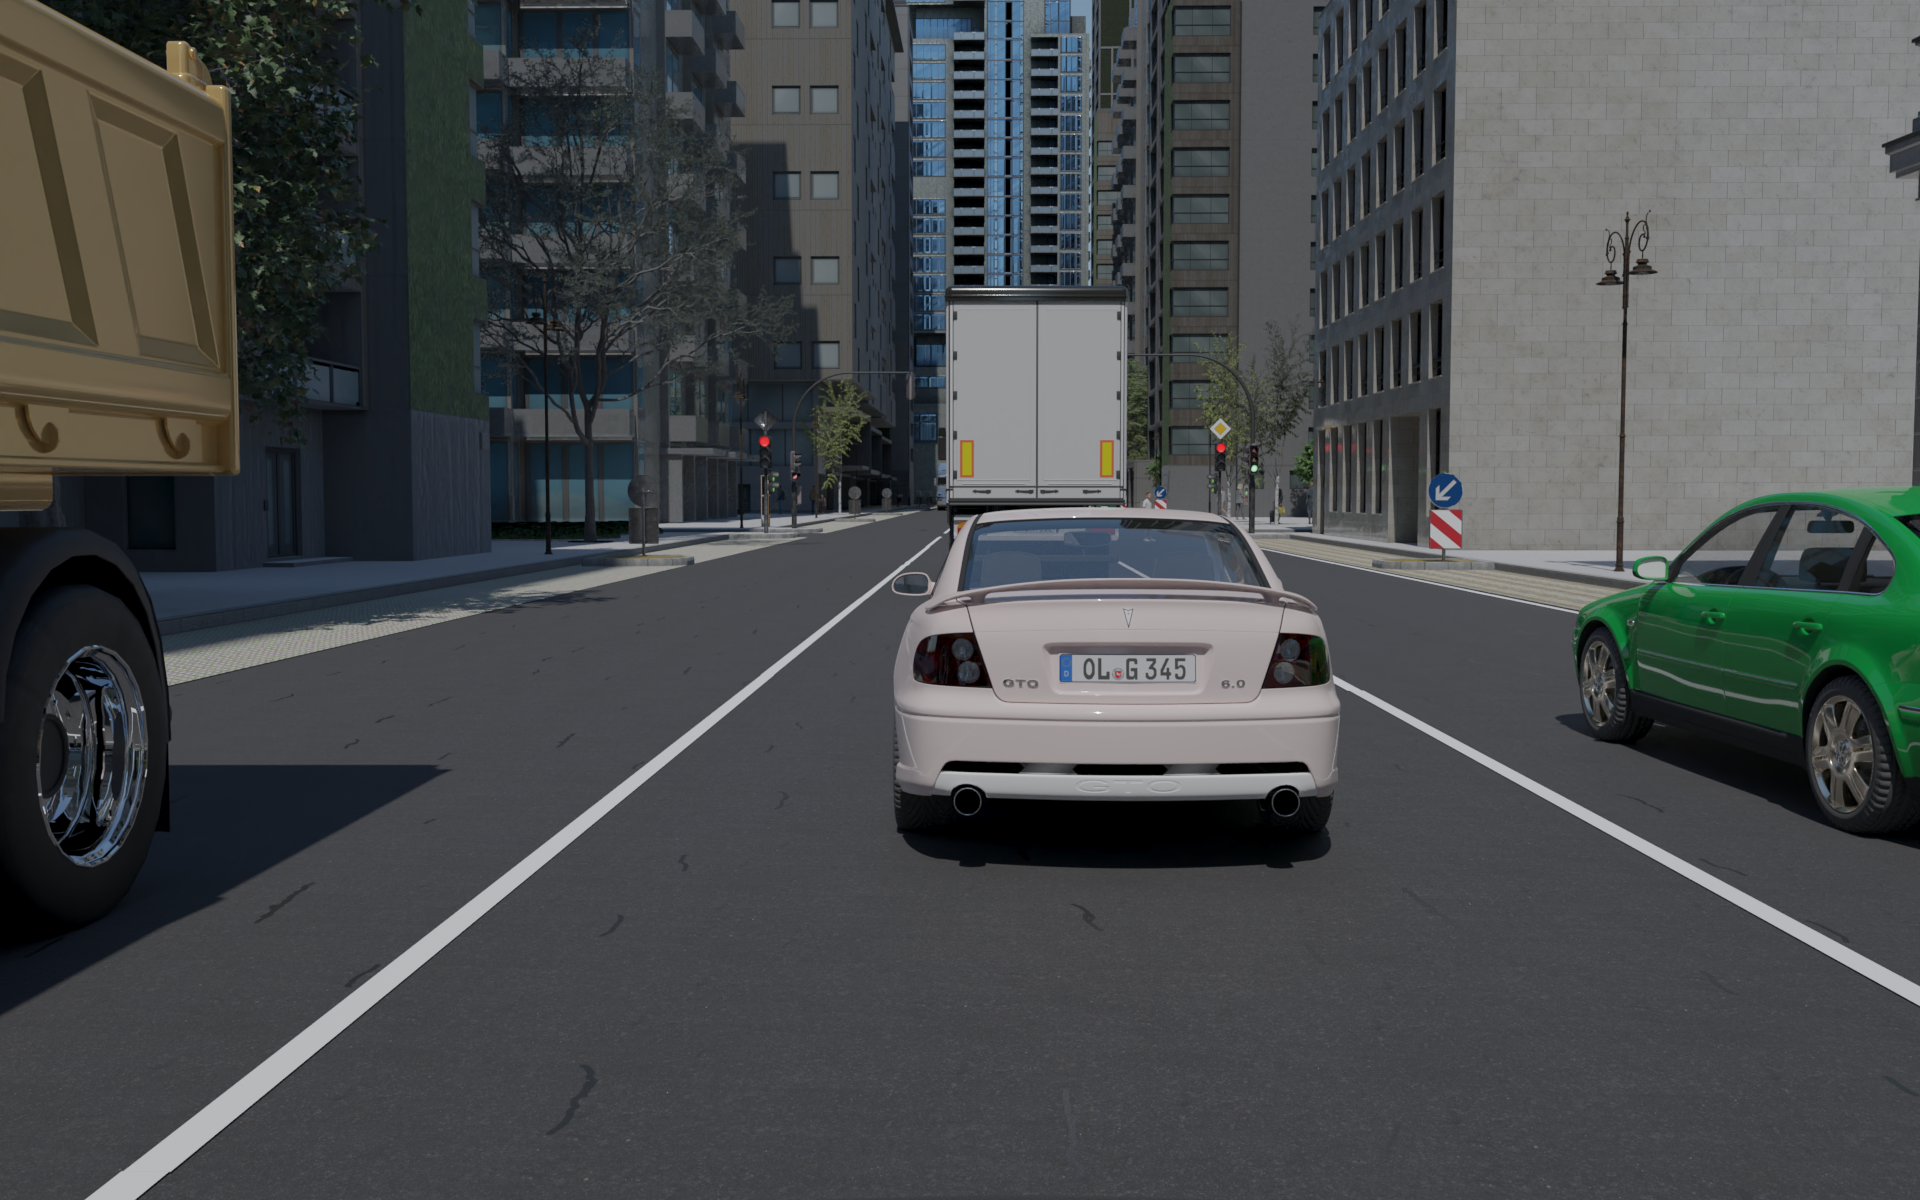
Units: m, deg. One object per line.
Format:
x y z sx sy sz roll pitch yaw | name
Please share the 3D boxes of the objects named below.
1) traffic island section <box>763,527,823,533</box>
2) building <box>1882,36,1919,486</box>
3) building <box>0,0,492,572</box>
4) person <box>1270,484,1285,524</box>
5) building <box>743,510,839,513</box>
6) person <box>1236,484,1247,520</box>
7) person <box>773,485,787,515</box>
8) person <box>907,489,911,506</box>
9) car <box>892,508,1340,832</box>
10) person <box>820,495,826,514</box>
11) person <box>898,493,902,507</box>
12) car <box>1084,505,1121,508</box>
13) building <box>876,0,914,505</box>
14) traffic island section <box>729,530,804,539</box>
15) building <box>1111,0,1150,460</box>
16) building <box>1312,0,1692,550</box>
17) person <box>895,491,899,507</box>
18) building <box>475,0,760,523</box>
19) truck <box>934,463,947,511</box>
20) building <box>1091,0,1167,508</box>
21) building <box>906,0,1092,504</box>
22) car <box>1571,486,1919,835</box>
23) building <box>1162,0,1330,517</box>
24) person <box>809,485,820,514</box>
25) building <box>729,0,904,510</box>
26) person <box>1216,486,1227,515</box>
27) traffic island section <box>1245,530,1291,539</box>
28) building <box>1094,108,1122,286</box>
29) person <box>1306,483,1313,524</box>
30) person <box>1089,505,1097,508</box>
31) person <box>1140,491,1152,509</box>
-6.194 -2.586 64.565 2.009 0.180 2.903 0 4 1 | traffic island section
15.535 -10.251 18.515 10.553 20.767 40.483 0 4 1 | building
-17.489 -21.204 30.274 14.154 41.232 14.086 0 4 1 | building
13.763 -4.209 75.084 0.699 1.804 1.509 1 4 12 | person
-20.583 -34.470 152.826 28.713 52.752 27.495 0 4 1 | building
13.971 -4.891 86.196 0.526 1.800 0.537 -1 4 -16 | person
-11.179 -6.203 107.450 0.713 1.824 0.794 3 4 36 | person
-5.549 -11.181 188.834 0.705 1.826 1.348 0 4 6 | person
0.666 0.222 8.738 2.083 1.381 4.827 0 4 1 | car
-8.724 -6.077 110.067 0.362 1.253 0.373 0 4 4 | person
-5.908 -9.852 170.314 0.628 1.438 0.799 -3 5 -41 | person
6.721 -4.358 83.052 2.131 1.459 4.920 0 4 0 | car
-19.705 -40.535 204.740 28.212 58.520 21.231 0 4 1 | building
-6.351 -2.098 56.581 2.009 0.180 2.903 0 4 1 | traffic island section
25.934 -33.295 163.985 23.786 49.044 30.456 0 4 1 | building
16.467 -11.767 47.134 10.420 20.320 16.860 0 4 1 | building
-6.284 -10.175 173.878 0.415 1.643 0.593 0 4 2 | person
-22.484 -28.314 82.539 23.786 49.044 30.456 0 4 1 | building
-0.770 -10.198 156.493 2.967 4.110 18.799 0 4 0 | truck
23.942 -46.788 203.235 20.563 71.187 20.611 0 4 1 | building
4.312 -56.274 232.749 31.000 86.520 22.319 0 4 1 | building
4.596 0.008 8.672 1.959 1.807 4.718 0 4 -1 | car
18.727 -20.160 101.320 14.160 30.474 14.107 0 4 1 | building
-9.161 -6.320 109.286 0.656 1.842 0.836 -1 4 -15 | person
-20.738 -36.149 180.278 28.713 52.752 27.495 0 4 1 | building
13.892 -5.193 91.700 0.760 1.731 0.466 2 4 23 | person
9.488 -2.079 56.267 2.009 0.180 2.903 0 4 1 | traffic island section
21.352 -30.782 186.881 14.154 41.232 14.086 0 4 1 | building
14.999 -4.109 73.648 0.576 1.772 0.534 0 4 -2 | person
4.320 -2.660 56.247 0.306 1.304 0.590 1 4 15 | person
5.684 -2.520 52.293 0.523 1.515 0.503 0 4 -1 | person
